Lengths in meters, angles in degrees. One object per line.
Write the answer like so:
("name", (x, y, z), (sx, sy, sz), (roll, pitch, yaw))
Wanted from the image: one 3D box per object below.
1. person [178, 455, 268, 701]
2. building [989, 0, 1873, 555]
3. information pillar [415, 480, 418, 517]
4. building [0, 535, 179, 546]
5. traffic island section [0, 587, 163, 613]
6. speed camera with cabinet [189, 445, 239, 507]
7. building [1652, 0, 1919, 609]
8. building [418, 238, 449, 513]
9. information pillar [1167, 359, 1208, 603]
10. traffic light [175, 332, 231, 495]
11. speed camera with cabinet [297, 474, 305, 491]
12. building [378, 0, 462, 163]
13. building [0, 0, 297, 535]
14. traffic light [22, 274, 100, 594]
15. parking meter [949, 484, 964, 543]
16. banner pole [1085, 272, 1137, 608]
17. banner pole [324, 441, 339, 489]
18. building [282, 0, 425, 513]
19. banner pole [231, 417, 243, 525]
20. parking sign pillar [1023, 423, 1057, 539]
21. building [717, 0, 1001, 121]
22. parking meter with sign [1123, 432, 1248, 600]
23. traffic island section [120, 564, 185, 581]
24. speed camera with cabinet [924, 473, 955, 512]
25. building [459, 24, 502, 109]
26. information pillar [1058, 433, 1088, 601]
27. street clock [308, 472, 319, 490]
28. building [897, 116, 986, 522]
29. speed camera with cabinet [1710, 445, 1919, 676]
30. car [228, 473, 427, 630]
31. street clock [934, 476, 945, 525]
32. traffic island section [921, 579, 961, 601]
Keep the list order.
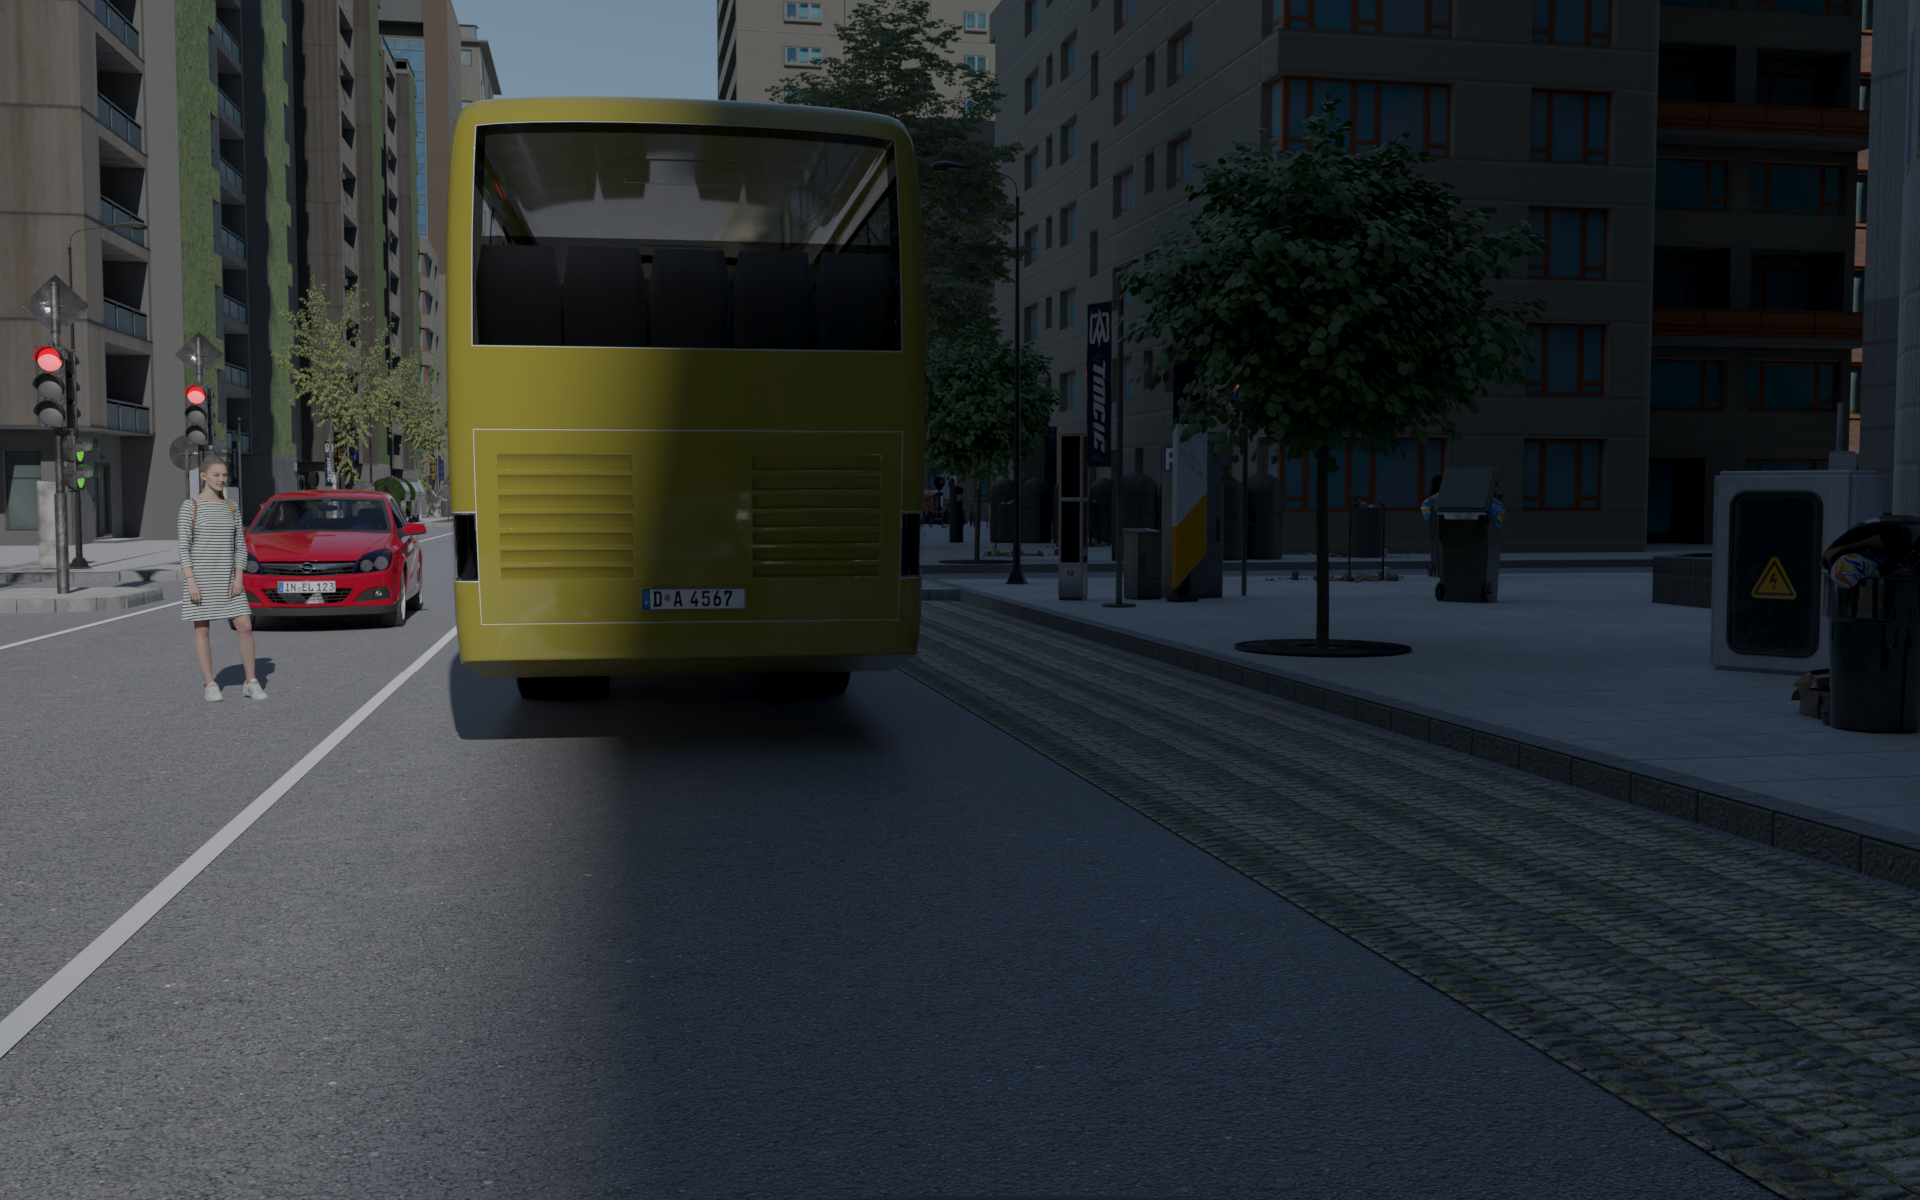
("person", (-5.172, -0.155, 12.033), (0.522, 1.701, 0.512), (3, 5, 41))
("building", (17.983, -12.673, 52.240), (28.899, 21.520, 27.650), (-1, 4, -12))
("information pillar", (-29.236, -5.421, 93.123), (0.304, 2.012, 0.304), (1, 4, 18))
("building", (-27.915, -22.026, 43.719), (14.154, 41.232, 14.086), (-1, 4, -12))
("traffic island section", (-11.580, -0.003, 22.335), (2.009, 0.180, 2.903), (-1, 4, -12))
("speed camera with cabinet", (-18.043, -2.905, 41.836), (0.660, 3.252, 2.038), (0, 4, -5))
("building", (19.804, -28.612, 9.813), (21.231, 58.520, 28.212), (-1, 4, -12))
("building", (-52.396, -17.339, 128.531), (27.650, 21.520, 28.899), (-1, 4, -12))
("information pillar", (2.721, -1.787, 20.575), (0.504, 3.616, 0.183), (-2, 4, -33))
("traffic light", (-13.138, -2.514, 30.032), (0.839, 4.253, 0.868), (-1, 4, -12))
("speed camera with cabinet", (-30.572, -5.177, 78.977), (0.660, 3.252, 2.038), (0, 4, 3))
("building", (-50.653, -30.581, 150.112), (14.600, 45.320, 14.200), (-1, 4, -12))
("building", (-33.926, -23.327, 64.994), (14.154, 41.232, 14.086), (-1, 4, -12))
("traffic light", (-11.538, -2.036, 22.209), (0.839, 4.253, 0.868), (-1, 4, -12))
("parking meter", (-0.096, -2.284, 45.749), (0.372, 1.533, 0.369), (0, 3, 0))
("banner pole", (1.687, -1.822, 19.811), (0.401, 3.779, 0.863), (-2, 4, -32))
("banner pole", (-25.971, -5.000, 71.767), (0.401, 3.779, 0.863), (2, 4, 34))
("building", (-41.839, -20.599, 108.503), (14.160, 30.474, 14.107), (-1, 4, -12))
("banner pole", (-23.654, -4.077, 56.683), (0.401, 3.779, 0.863), (-3, 5, -45))
("parking sign pillar", (2.299, -3.766, 50.039), (1.447, 3.967, 1.447), (-2, 4, -27))
("building", (-6.971, -31.073, 131.747), (21.300, 48.544, 21.600), (-1, 4, -12))
("parking meter with sign", (2.851, -1.536, 21.376), (1.738, 3.016, 0.543), (-2, 4, -28))
("traffic island section", (-13.179, -0.482, 30.159), (2.009, 0.180, 2.903), (-1, 4, -12))
("speed camera with cabinet", (-0.961, -5.043, 76.796), (0.660, 3.252, 2.038), (2, 4, 32))
("building", (-67.393, -37.210, 197.628), (28.713, 52.752, 27.495), (-1, 4, -12))
("information pillar", (1.371, -1.006, 20.940), (0.304, 2.012, 0.304), (1, 4, 18))
("street clock", (-20.875, -3.145, 55.997), (0.358, 2.002, 0.471), (0, 4, -5))
("building", (4.672, -15.339, 95.832), (27.650, 21.520, 28.899), (-1, 4, -12))
("speed camera with cabinet", (6.365, -1.082, 12.019), (0.660, 3.252, 2.038), (-3, 5, -43))
("car", (-7.192, -0.659, 19.808), (2.155, 1.783, 4.494), (-1, 4, -13))
("street clock", (-0.842, -4.073, 71.168), (0.471, 2.002, 0.358), (0, 4, 3))
("traffic island section", (-1.250, -0.132, 24.434), (2.009, 0.180, 2.903), (-1, 4, -12))
